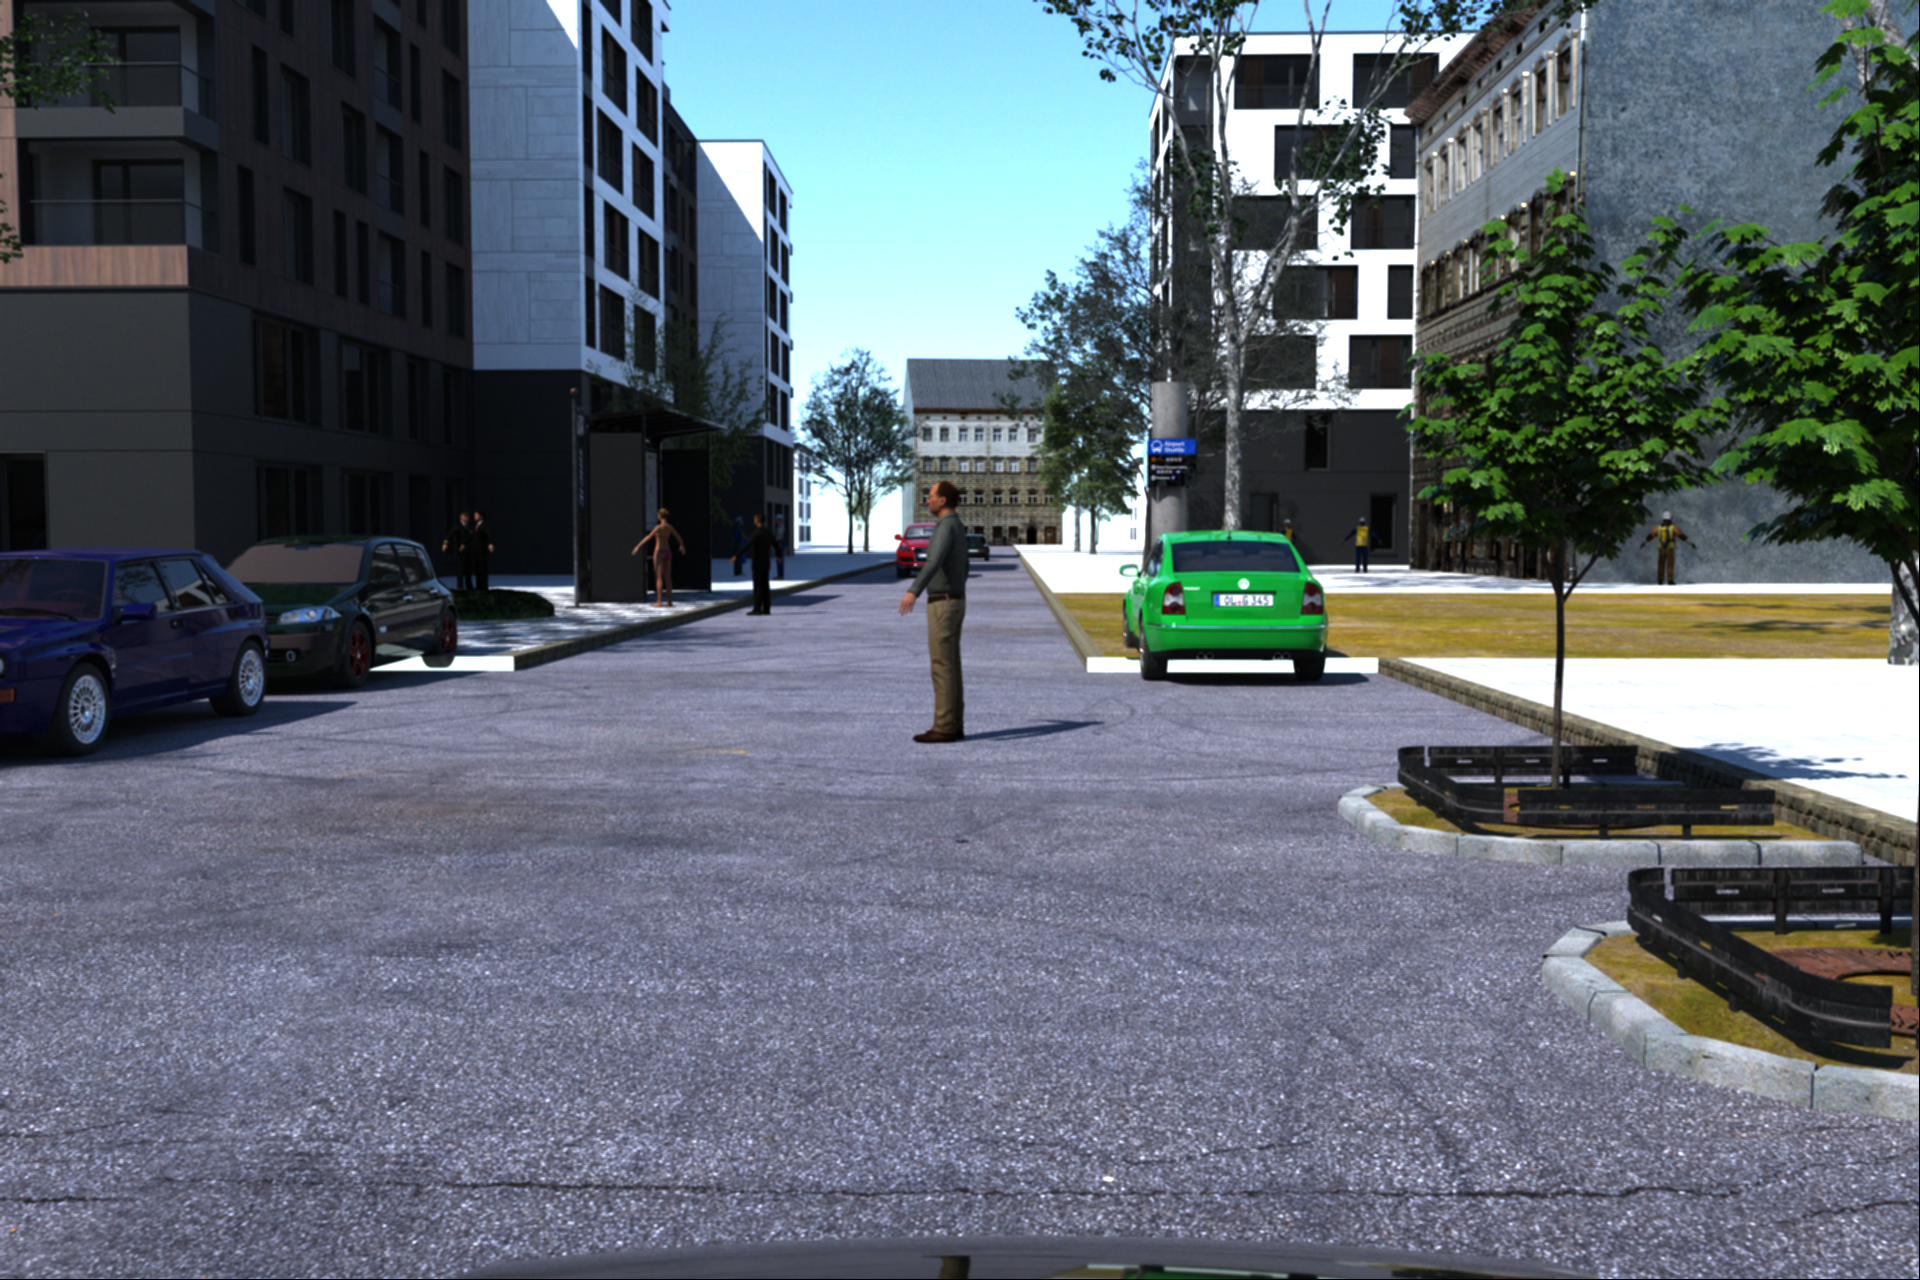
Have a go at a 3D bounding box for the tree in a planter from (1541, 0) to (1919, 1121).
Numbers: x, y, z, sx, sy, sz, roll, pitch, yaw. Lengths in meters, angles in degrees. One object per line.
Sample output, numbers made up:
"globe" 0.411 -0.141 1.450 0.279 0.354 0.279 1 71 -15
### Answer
"tree in a planter" 2.842 -0.478 5.032 1.991 3.239 1.994 0 4 1

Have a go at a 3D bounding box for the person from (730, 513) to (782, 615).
"person" -3.549 -1.344 30.661 0.704 1.802 1.346 2 4 34

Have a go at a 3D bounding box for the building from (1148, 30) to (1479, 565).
"building" 23.255 -14.855 86.859 27.936 21.610 32.646 0 4 2

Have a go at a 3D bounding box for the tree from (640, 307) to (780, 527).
"tree" -8.354 -6.523 57.007 4.737 8.622 4.395 0 3 0

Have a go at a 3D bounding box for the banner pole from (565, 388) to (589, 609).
"banner pole" -6.600 -2.446 30.012 0.401 3.779 0.863 0 4 3

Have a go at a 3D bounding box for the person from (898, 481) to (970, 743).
"person" -0.128 -0.201 12.009 0.705 1.796 1.348 1 4 15

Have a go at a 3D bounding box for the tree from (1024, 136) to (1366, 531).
"tree" 7.116 -8.817 54.531 12.009 13.543 11.850 0 3 0

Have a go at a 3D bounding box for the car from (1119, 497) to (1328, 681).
"car" 2.708 -0.584 18.339 1.959 1.807 4.718 0 4 2

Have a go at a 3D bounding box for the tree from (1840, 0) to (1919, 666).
"tree" 9.575 -9.910 17.922 12.611 20.169 13.585 0 3 0

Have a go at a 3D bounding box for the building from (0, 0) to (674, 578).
"building" -25.798 -12.730 52.111 27.936 21.610 32.646 0 4 2

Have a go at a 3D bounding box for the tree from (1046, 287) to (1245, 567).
"tree" 7.058 -8.073 66.413 8.767 10.594 7.601 1 4 21

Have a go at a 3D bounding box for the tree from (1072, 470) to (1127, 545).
"tree" 17.151 -17.005 212.441 7.601 10.594 8.767 1 4 11

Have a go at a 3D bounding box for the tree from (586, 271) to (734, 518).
"tree" -8.572 -6.027 48.898 4.360 8.622 3.978 0 3 0

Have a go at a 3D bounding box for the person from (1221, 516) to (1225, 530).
"person" 7.744 -2.693 50.164 0.705 1.813 1.348 1 4 21

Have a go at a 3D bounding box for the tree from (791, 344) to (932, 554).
"tree" -6.933 -12.293 111.361 12.009 13.543 11.850 0 3 0

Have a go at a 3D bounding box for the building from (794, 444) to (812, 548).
"building" -19.228 -14.115 172.935 9.099 9.664 28.070 0 4 1

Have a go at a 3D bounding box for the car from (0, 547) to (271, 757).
"car" -6.460 0.012 12.377 1.945 1.354 3.894 0 4 1

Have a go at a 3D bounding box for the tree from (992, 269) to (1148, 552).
"tree" 8.329 -16.329 122.871 12.611 20.169 13.585 0 3 0

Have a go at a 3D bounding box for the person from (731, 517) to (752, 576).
"person" -6.764 -2.879 53.192 0.704 1.817 1.347 -2 4 -32

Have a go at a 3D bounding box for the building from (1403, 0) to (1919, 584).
"building" 25.346 -13.577 52.910 19.493 23.208 18.063 0 4 1

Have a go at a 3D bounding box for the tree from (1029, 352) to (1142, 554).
"tree" 8.002 -11.649 108.594 7.486 12.596 7.792 0 3 0

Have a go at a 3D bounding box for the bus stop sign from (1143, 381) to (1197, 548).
"bus stop sign" 3.650 -2.520 30.213 0.837 3.901 0.837 0 4 1

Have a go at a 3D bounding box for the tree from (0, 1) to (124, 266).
"tree" -12.323 -5.609 17.467 9.928 11.665 9.643 0 3 0

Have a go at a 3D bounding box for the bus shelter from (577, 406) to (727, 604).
"bus shelter" -6.140 -2.676 35.039 1.731 3.624 6.357 0 4 3

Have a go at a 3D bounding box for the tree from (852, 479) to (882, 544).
"tree" -11.228 -16.279 216.519 4.360 8.622 3.978 0 3 0

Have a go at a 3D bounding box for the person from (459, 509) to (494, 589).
"person" -10.305 -1.893 37.144 0.705 1.806 1.347 -3 5 -44

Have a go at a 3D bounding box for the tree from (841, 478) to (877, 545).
"tree" -12.355 -15.993 211.851 4.737 8.622 4.395 0 3 0

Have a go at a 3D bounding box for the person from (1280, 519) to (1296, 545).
"person" 10.657 -3.084 56.881 1.216 1.772 0.721 -3 5 -42

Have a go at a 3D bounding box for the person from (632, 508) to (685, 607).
"person" -5.306 -1.458 30.641 0.721 1.733 1.217 3 4 37

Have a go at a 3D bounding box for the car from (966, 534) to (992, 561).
"car" 0.709 -5.087 92.955 2.009 1.686 4.222 0 4 0

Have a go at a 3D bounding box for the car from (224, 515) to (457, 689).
"car" -6.372 -0.457 17.253 2.009 1.686 4.222 0 4 2

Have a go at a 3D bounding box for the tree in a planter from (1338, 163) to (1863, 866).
"tree in a planter" 2.925 -0.683 8.396 1.991 3.239 1.994 0 4 1

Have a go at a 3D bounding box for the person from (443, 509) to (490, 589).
"person" -11.222 -2.041 39.305 0.705 1.837 1.347 3 4 36

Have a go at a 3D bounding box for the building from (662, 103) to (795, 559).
"building" -24.173 -14.934 88.147 27.936 21.610 32.646 0 4 1

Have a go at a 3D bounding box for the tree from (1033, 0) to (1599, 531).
"tree" 7.211 -11.099 37.357 12.611 20.169 13.585 0 3 0

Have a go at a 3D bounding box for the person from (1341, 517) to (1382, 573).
"person" 13.377 -3.162 57.666 1.349 1.833 0.705 0 4 6

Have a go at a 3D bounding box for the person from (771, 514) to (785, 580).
"person" -5.124 -2.634 48.929 0.705 1.847 1.347 0 4 3

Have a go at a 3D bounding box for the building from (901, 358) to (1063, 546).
"building" 2.401 -23.393 215.868 18.063 23.208 19.493 0 4 -6

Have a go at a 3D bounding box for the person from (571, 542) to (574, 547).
"person" -10.561 -2.610 48.902 0.704 1.802 1.346 1 4 15

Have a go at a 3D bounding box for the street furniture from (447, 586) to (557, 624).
"street furniture" -10.847 -0.527 24.240 10.072 0.657 5.734 -1 4 -11

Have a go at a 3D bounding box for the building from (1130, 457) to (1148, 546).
"building" 23.850 -15.087 188.814 9.099 9.664 28.070 0 4 2

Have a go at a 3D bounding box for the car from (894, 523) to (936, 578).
"car" -1.030 -3.034 58.280 2.281 1.827 5.304 0 4 1

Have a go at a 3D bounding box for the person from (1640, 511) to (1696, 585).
"person" 17.771 -2.310 43.530 1.354 1.858 0.705 3 4 39

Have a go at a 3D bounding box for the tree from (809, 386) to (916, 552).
"tree" -6.763 -12.021 122.293 9.928 11.665 9.643 0 3 0
